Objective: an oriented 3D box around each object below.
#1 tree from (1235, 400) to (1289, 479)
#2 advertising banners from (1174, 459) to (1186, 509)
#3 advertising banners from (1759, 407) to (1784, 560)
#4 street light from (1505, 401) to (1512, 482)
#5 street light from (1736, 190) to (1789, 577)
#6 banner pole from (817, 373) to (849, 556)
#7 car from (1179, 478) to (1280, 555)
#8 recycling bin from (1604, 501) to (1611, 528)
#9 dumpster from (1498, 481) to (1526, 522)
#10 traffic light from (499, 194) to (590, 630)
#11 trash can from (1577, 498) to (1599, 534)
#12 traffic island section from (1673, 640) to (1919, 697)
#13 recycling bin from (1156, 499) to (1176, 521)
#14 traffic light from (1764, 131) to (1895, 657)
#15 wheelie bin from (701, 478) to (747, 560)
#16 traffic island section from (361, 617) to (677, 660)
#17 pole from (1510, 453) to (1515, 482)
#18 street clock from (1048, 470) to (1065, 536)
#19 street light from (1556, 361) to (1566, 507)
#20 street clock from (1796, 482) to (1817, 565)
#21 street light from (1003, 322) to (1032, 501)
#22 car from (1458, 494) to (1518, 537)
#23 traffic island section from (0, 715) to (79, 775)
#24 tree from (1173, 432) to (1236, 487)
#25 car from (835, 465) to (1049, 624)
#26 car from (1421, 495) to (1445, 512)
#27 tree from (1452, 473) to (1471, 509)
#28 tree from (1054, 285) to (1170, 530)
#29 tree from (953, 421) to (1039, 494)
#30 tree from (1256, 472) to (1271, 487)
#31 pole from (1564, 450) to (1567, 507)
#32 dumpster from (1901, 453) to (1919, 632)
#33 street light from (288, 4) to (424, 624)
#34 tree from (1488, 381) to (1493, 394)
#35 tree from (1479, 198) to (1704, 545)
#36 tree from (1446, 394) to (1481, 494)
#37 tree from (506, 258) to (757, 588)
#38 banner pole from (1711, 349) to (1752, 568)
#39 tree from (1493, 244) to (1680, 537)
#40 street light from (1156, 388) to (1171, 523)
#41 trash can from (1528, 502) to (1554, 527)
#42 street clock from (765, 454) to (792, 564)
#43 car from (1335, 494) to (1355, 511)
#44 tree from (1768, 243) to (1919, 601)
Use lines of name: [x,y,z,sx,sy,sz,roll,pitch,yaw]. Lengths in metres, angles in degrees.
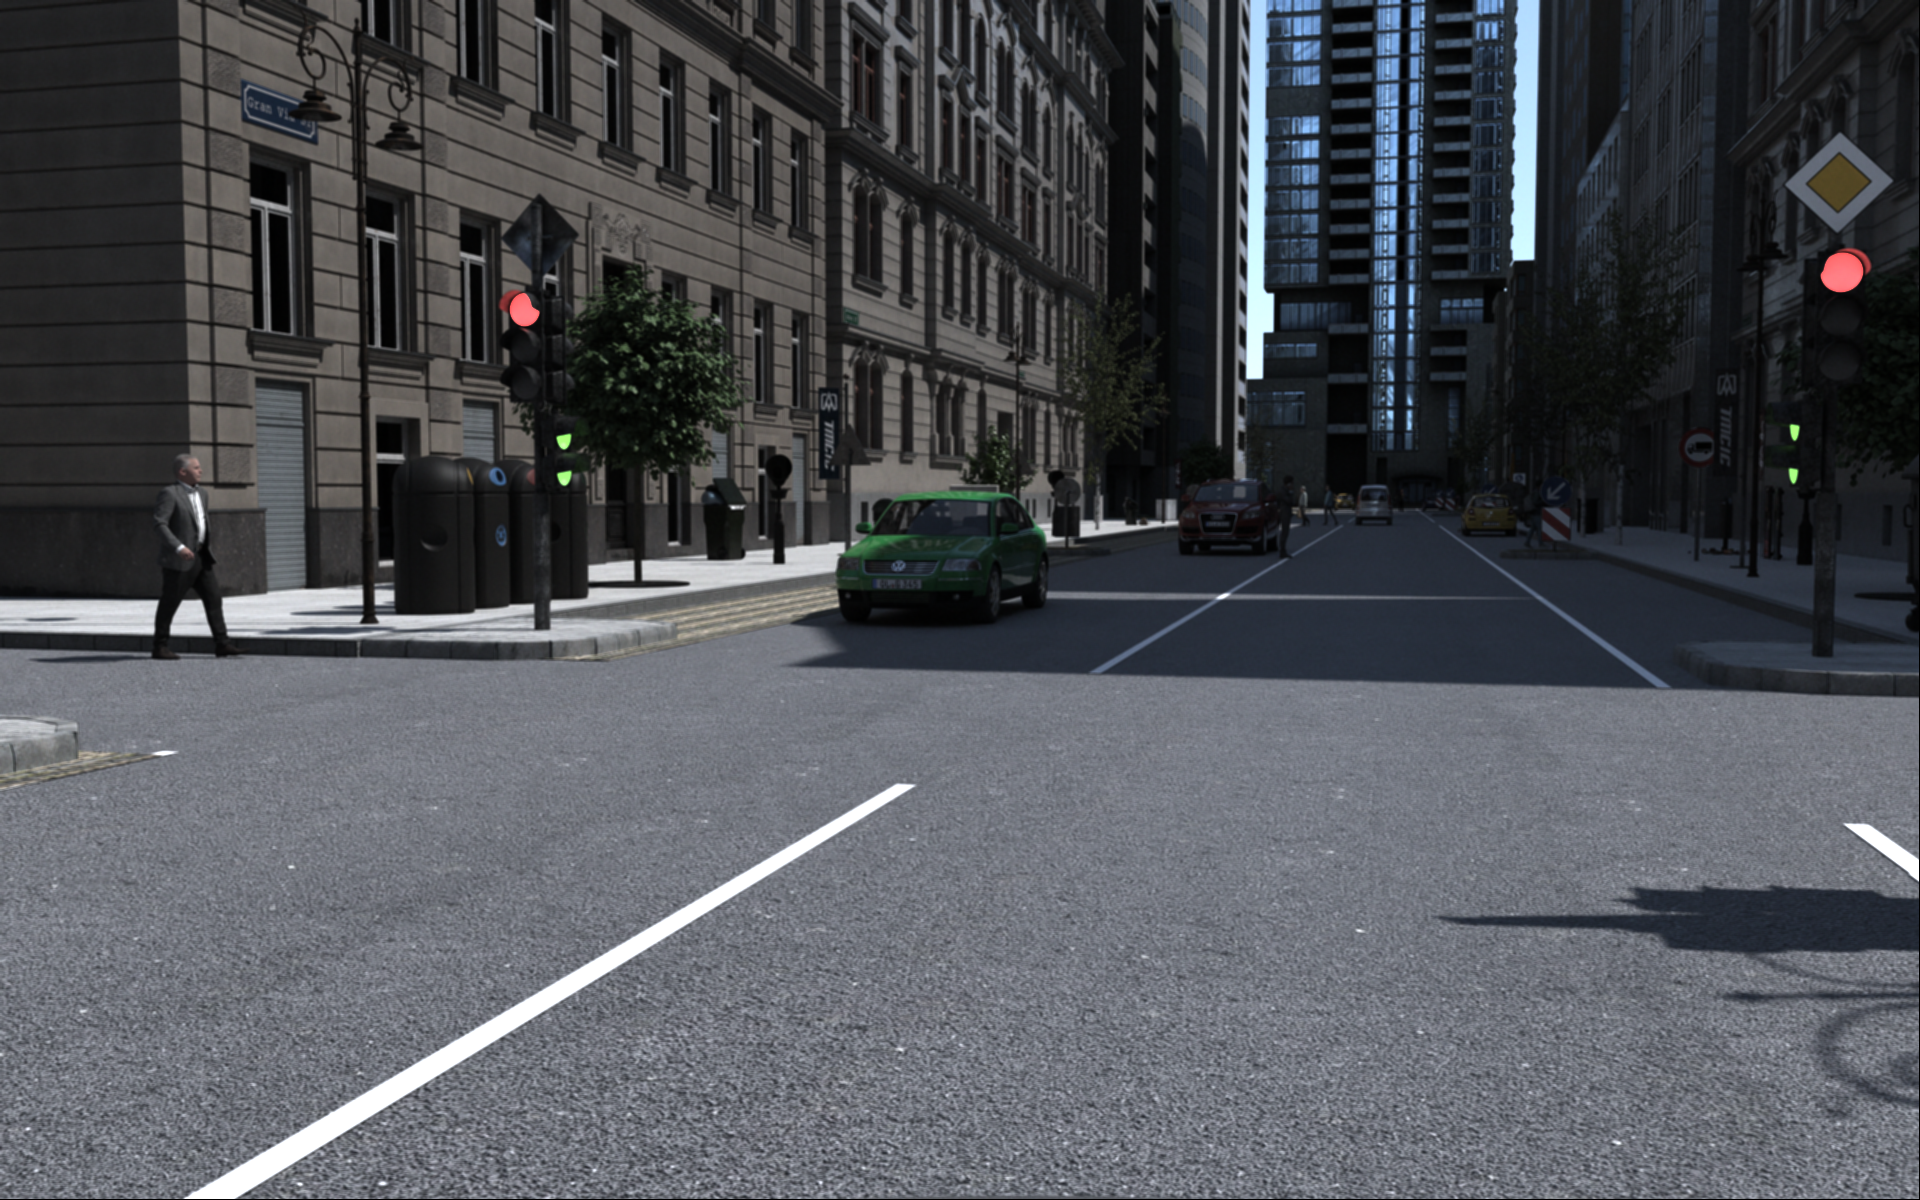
tree: [23.403,-11.323,135.488,4.360,8.622,3.978,0,3,0]
advertising banners: [11.384,-5.507,86.227,2.074,3.025,0.090,-3,4,-37]
advertising banners: [16.024,-2.330,34.280,0.090,3.025,2.074,1,4,13]
street light: [26.836,-6.853,84.834,0.468,5.910,1.993,1,4,14]
street light: [12.290,-3.295,26.669,0.468,5.910,1.993,1,4,14]
banner pole: [-2.564,-2.809,35.946,0.863,3.779,0.401,-2,4,-28]
car: [6.645,-2.063,42.405,2.281,1.827,5.304,1,4,16]
recycling bin: [24.597,-3.312,66.713,0.722,1.027,0.722,0,4,4]
dumpster: [25.616,-4.564,80.388,1.264,1.857,1.865,1,4,14]
traffic light: [-3.932,-1.672,16.252,0.839,4.253,0.868,1,4,14]
trash can: [20.253,-2.706,55.904,0.748,1.137,0.748,0,3,0]
traffic island section: [6.837,0.526,13.685,2.009,0.180,2.903,1,4,14]
recycling bin: [9.859,-4.297,82.805,0.722,1.027,0.722,-3,5,-40]
traffic light: [6.801,-1.508,13.580,0.839,4.253,0.868,1,4,14]
wheelie bin: [-4.628,-1.582,33.771,0.693,1.594,0.980,2,4,28]
traffic island section: [-3.968,0.360,16.396,2.009,0.180,2.903,1,4,14]
pole: [27.399,-5.631,85.906,0.158,3.312,0.155,0,3,0]
street clock: [2.929,-2.950,52.800,0.471,2.002,0.358,-2,4,-26]
street light: [19.447,-5.076,55.781,0.468,5.910,1.993,1,4,14]
street clock: [15.289,-1.634,31.290,0.358,2.002,0.471,-2,4,-29]
street light: [1.549,-4.515,46.601,0.468,5.910,1.993,1,4,14]
car: [18.266,-3.035,59.847,2.015,1.641,3.980,1,4,14]
traffic island section: [-5.915,0.834,8.651,2.009,0.180,2.903,1,4,14]
tree: [12.869,-6.618,91.923,4.285,4.588,4.351,0,3,0]
car: [-0.121,-0.729,20.708,1.959,1.807,4.718,1,4,14]
car: [38.987,-7.957,142.669,1.945,1.354,3.894,1,4,13]
tree: [44.157,-9.684,152.934,1.663,3.219,1.824,0,3,0]
tree: [5.151,-6.831,62.055,4.737,8.622,4.395,0,3,0]
tree: [0.899,-3.037,44.249,1.663,3.219,1.824,0,3,0]
tree: [24.624,-8.939,140.762,1.663,3.219,1.824,0,3,0]
pole: [27.916,-5.269,79.991,0.158,3.312,0.155,0,3,0]
dumpster: [9.228,-0.582,15.282,1.264,1.857,1.865,1,4,14]
street light: [-5.854,-2.703,16.986,0.468,5.910,1.993,1,4,14]
tree: [24.401,-7.498,72.948,4.360,8.622,3.978,0,3,0]
tree: [16.425,-5.692,43.420,4.737,8.622,4.395,0,3,0]
tree: [37.239,-10.689,125.134,4.737,8.622,4.395,0,3,0]
tree: [-4.444,-2.476,24.200,4.285,4.588,4.351,0,3,0]
banner pole: [13.450,-2.454,30.133,0.401,3.779,0.863,-2,4,-30]
tree: [18.487,-6.144,50.820,4.360,8.622,3.978,0,3,0]
street light: [8.914,-6.299,75.775,0.468,5.910,1.993,1,4,14]
trash can: [20.453,-2.981,60.387,0.748,1.137,0.748,0,3,0]
street clock: [-3.322,-1.662,31.747,0.471,2.002,0.358,-1,4,-14]
car: [33.470,-8.579,150.484,2.015,1.641,3.980,1,4,13]
tree: [11.817,-2.297,21.263,4.285,4.588,4.351,0,3,0]
